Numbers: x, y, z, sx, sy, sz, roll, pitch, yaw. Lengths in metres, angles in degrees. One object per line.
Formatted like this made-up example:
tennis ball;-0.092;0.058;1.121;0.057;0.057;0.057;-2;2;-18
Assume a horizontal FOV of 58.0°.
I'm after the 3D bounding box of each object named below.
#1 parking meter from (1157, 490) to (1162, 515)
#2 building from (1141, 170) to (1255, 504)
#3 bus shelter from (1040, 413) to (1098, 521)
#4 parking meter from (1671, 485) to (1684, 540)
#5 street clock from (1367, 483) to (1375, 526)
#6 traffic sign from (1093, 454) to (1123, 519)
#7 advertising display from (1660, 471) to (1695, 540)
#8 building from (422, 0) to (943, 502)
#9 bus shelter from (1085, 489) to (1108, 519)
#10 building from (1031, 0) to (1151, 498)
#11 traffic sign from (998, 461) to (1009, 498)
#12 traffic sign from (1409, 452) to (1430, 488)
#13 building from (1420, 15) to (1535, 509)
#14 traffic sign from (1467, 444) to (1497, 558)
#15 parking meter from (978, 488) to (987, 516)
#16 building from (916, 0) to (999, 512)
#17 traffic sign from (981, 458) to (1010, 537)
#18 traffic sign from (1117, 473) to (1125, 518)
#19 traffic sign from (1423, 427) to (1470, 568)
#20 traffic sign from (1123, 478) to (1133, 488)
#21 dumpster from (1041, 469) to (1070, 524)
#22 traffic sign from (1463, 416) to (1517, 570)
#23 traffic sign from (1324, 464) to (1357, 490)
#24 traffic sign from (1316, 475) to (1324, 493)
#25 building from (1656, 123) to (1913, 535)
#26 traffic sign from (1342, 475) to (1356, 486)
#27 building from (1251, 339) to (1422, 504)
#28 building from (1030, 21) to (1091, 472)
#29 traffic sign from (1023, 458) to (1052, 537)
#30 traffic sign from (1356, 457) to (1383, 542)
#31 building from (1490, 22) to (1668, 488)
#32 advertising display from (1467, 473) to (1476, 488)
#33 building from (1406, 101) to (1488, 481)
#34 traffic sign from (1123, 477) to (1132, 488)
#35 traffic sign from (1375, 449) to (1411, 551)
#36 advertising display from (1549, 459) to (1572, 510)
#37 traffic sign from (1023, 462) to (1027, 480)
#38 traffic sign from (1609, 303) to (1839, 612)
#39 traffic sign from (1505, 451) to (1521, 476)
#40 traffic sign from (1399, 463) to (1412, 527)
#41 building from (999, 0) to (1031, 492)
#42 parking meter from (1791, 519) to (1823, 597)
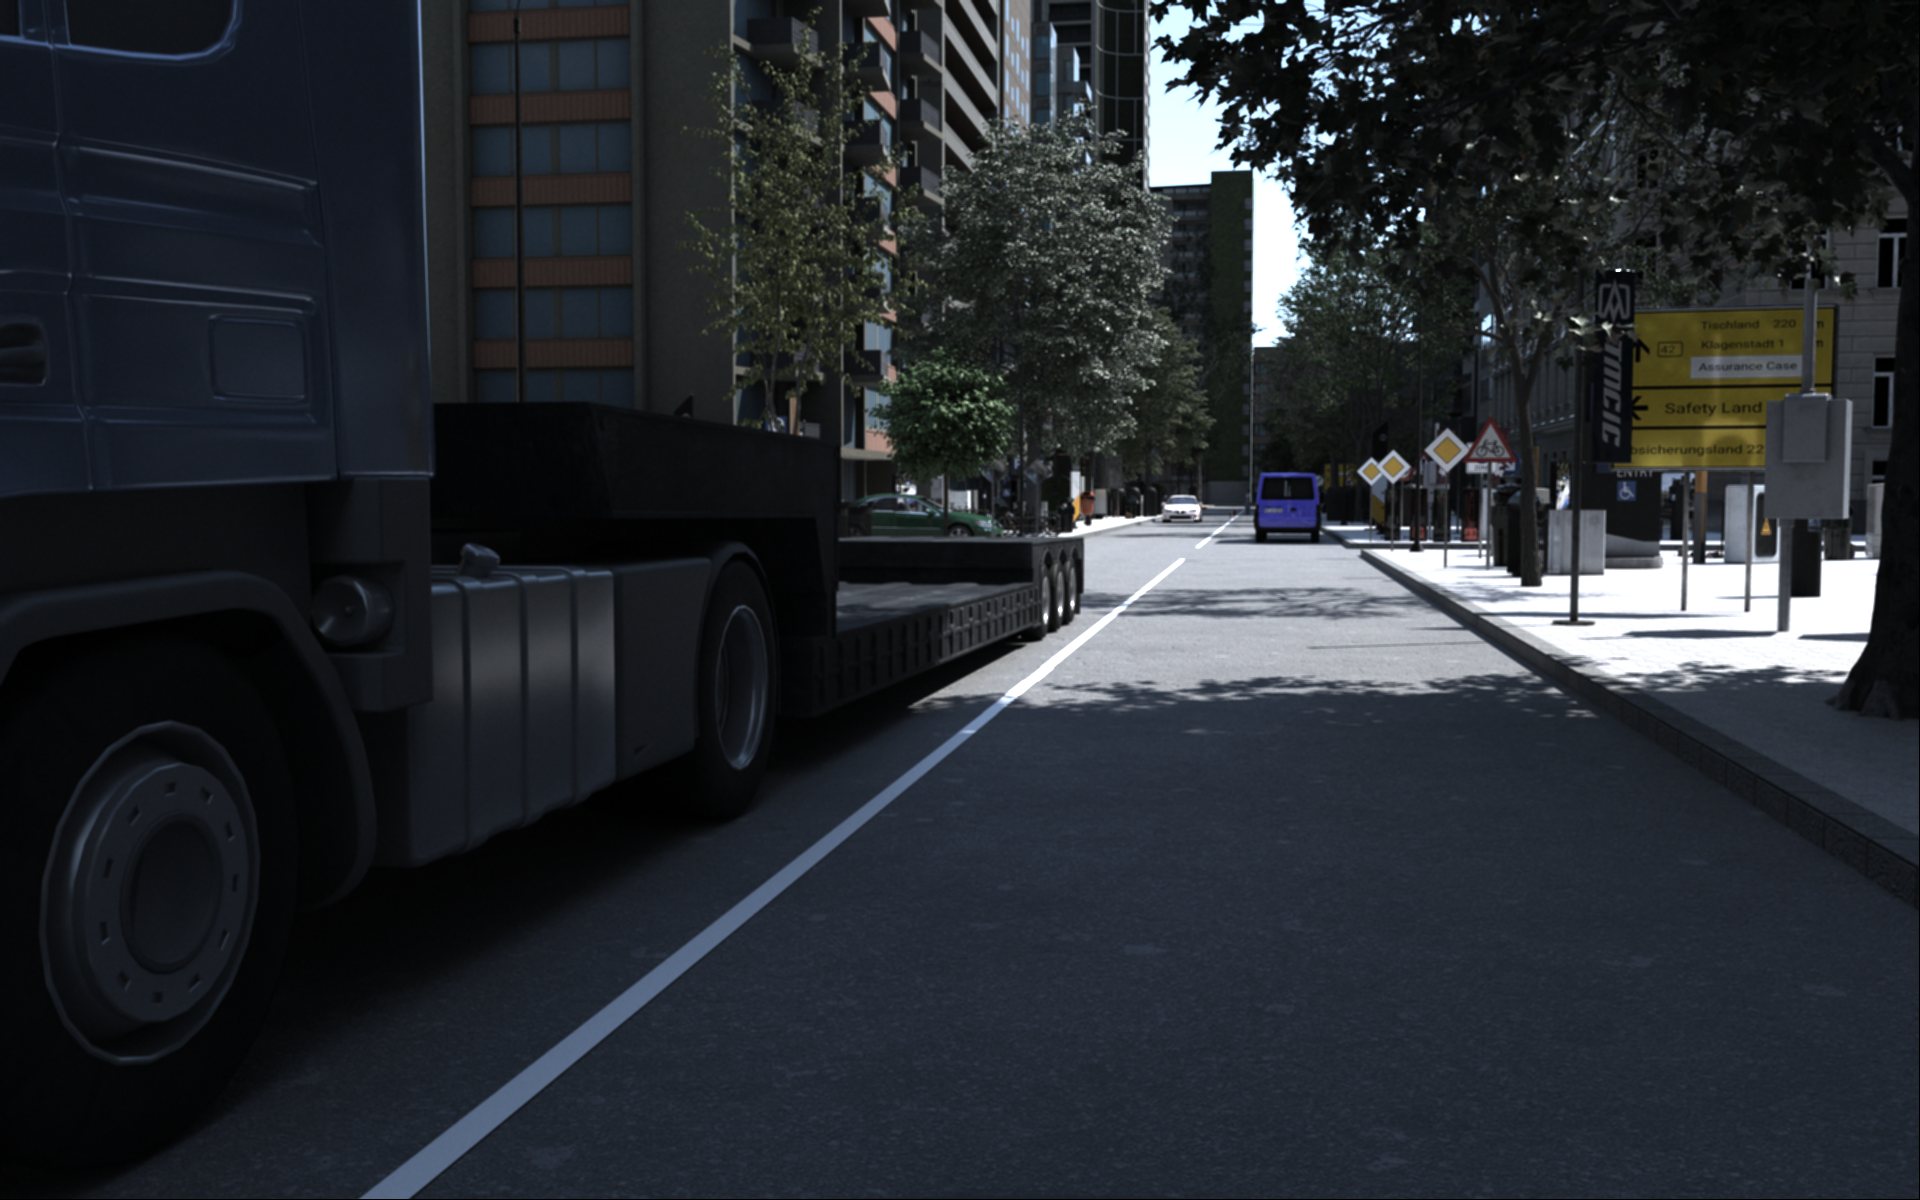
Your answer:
parking meter;12.223;-6.005;106.584;0.372;1.533;0.369;0;3;0
building;30.464;-32.927;221.948;14.086;41.232;14.154;1;4;10
bus shelter;5.034;-6.407;82.386;2.179;5.291;8.768;1;4;10
parking meter;20.071;-2.444;48.369;0.372;1.533;0.369;0;3;0
street clock;16.595;-3.985;69.722;0.358;2.002;0.471;3;5;40
traffic sign;7.126;-5.751;87.908;2.265;3.308;0.079;1;4;15
advertising display;20.303;-2.677;48.977;0.974;1.923;0.123;2;4;29
building;-12.958;-25.710;74.981;22.147;44.769;28.867;1;4;10
bus shelter;7.196;-5.931;90.895;2.014;3.302;5.546;1;4;10
building;14.006;-48.278;227.604;20.611;71.187;20.563;1;4;10
traffic sign;1.421;-3.894;63.779;0.768;2.556;0.104;1;4;16
traffic sign;14.170;-3.240;52.981;0.884;2.594;0.081;1;4;17
building;49.447;-50.299;135.065;22.319;86.520;31.000;1;4;10
traffic sign;10.358;-1.975;34.420;0.606;2.300;0.079;1;4;11
parking meter;0.970;-4.122;75.803;0.372;1.533;0.369;0;3;0
building;-9.667;-29.619;107.968;21.300;48.544;21.600;1;4;10
traffic sign;0.770;-2.243;40.312;0.795;2.450;0.064;1;4;10
traffic sign;8.564;-5.731;93.810;0.768;2.556;0.104;1;4;14
traffic sign;8.423;-1.762;29.998;0.795;2.450;0.064;1;4;10
traffic sign;10.939;-6.766;112.753;0.606;2.300;0.079;1;4;11
dumpster;3.731;-3.877;65.877;1.502;2.255;1.985;1;4;10
traffic sign;8.878;-1.777;29.062;0.884;2.594;0.081;1;4;10
traffic sign;25.601;-7.488;116.307;2.265;3.308;0.079;1;4;19
traffic sign;24.154;-7.140;116.838;0.768;2.556;0.104;1;4;13
building;37.676;-15.932;57.749;25.104;27.353;12.463;1;4;10
traffic sign;25.402;-6.919;113.125;0.884;2.594;0.081;1;4;14
building;52.762;-23.256;225.266;28.899;21.520;27.650;1;4;10
building;-2.170;-34.207;178.888;30.456;49.044;23.786;1;4;10
traffic sign;2.152;-2.724;48.177;0.795;2.450;0.064;1;4;10
traffic sign;11.057;-2.627;46.597;0.795;2.450;0.064;1;4;10
building;40.119;-19.453;94.476;17.030;29.872;44.131;1;4;10
advertising display;15.274;-2.849;51.795;0.123;1.923;0.974;1;4;8
building;55.035;-31.264;165.787;22.147;44.769;28.867;1;4;10
traffic sign;10.672;-6.737;111.340;0.795;2.450;0.064;1;4;13
traffic sign;9.675;-2.146;38.732;0.795;2.450;0.064;1;4;10
advertising display;11.233;-1.664;32.424;0.123;1.923;0.974;2;4;35
traffic sign;2.539;-3.870;63.388;0.768;2.556;0.104;1;4;18
traffic sign;8.270;-1.528;18.854;2.265;3.308;0.079;1;4;15
traffic sign;15.808;-3.056;50.071;0.768;2.556;0.104;1;4;15
traffic sign;17.283;-4.135;67.711;0.768;2.556;0.104;1;4;14
building;-2.457;-29.465;131.868;14.600;45.320;14.200;1;4;10
parking meter;10.589;-0.812;21.685;0.372;1.533;0.369;0;3;0
